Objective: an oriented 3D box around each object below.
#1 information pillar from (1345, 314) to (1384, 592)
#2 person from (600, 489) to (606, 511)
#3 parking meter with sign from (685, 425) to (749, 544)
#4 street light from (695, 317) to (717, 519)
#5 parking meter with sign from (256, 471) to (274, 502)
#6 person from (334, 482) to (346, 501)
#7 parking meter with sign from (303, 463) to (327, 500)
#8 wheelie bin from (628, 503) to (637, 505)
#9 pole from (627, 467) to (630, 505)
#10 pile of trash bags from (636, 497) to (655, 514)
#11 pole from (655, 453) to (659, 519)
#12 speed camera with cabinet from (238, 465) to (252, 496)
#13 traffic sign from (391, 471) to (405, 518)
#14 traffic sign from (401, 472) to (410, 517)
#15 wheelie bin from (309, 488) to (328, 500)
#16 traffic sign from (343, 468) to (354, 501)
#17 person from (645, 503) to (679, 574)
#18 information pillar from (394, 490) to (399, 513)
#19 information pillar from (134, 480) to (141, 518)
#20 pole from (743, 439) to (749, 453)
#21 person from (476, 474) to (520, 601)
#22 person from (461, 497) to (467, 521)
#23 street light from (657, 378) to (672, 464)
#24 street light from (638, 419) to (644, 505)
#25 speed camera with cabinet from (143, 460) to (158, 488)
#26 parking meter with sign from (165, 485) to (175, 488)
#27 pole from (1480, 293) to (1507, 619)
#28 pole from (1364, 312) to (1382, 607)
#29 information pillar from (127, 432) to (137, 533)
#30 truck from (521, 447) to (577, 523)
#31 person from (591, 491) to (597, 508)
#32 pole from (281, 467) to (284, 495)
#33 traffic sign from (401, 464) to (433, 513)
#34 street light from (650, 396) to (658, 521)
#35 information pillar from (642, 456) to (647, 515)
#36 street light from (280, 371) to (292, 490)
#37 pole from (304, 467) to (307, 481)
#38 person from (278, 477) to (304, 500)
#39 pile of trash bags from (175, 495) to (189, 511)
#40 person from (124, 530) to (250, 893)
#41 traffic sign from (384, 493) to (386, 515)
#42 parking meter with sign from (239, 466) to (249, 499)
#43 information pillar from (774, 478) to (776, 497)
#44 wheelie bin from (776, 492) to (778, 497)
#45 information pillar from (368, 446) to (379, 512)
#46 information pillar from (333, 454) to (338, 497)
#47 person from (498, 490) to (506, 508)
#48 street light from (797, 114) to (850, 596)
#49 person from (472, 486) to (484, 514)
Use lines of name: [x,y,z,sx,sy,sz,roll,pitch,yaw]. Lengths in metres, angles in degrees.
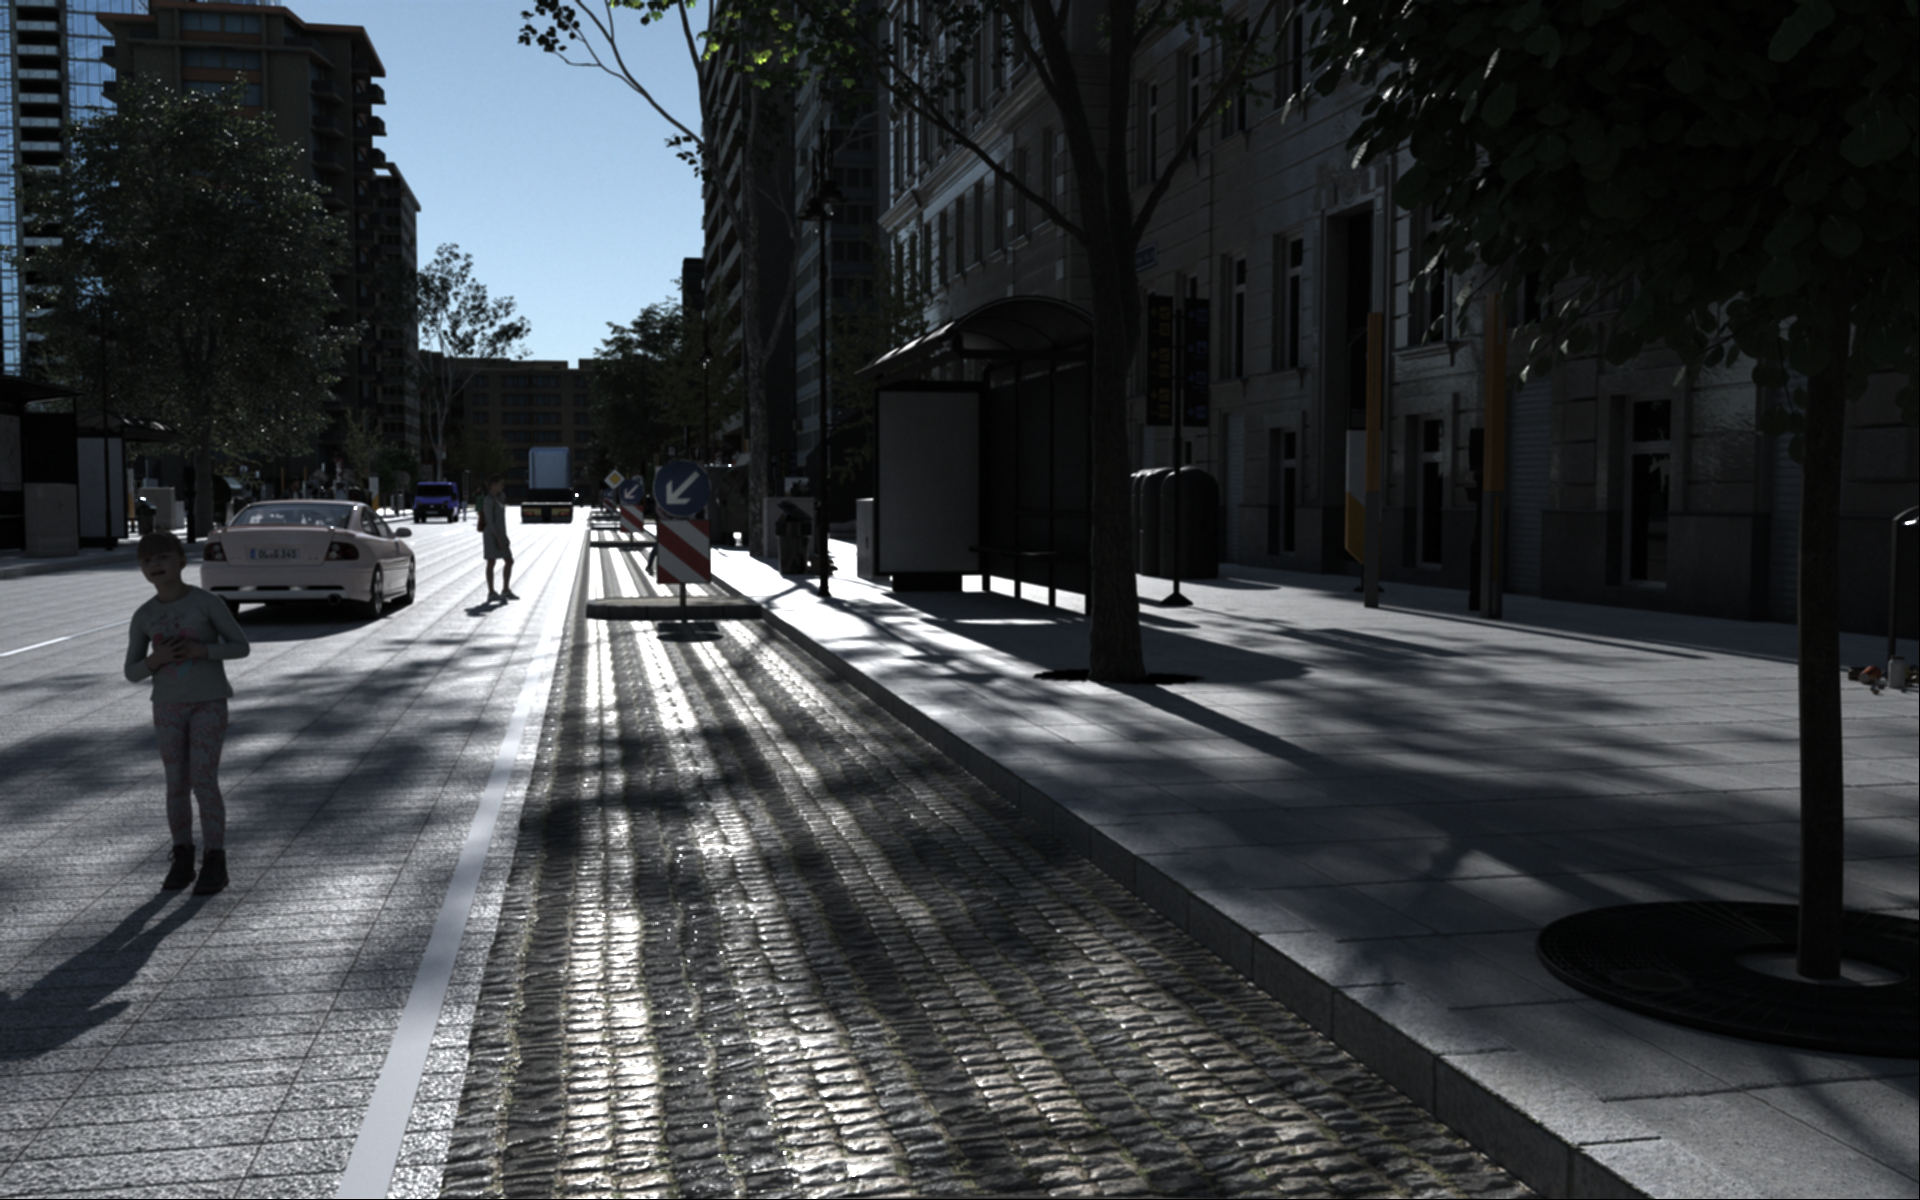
information pillar: [5.285,-1.911,22.597,0.504,3.616,0.183,-1,4,-14]
person: [-27.789,-7.718,134.869,0.537,1.800,0.526,-3,5,-44]
parking meter with sign: [-6.120,-2.933,44.214,1.738,3.016,0.543,-1,4,-13]
street light: [-6.632,-4.438,45.342,0.468,5.910,1.993,-1,4,-12]
parking meter with sign: [-52.252,-8.235,130.896,0.543,3.016,1.738,3,4,37]
person: [-18.544,-2.639,51.904,0.793,1.790,0.793,3,5,43]
parking meter with sign: [-36.389,-6.157,96.923,1.738,3.016,0.543,-3,4,-38]
wheelie bin: [-23.308,-7.063,123.392,0.693,1.594,0.980,2,4,32]
pole: [-24.140,-8.089,126.103,0.158,3.312,0.155,0,3,0]
pile of trash bags: [-19.191,-6.136,110.079,1.912,1.369,3.447,2,4,23]
pole: [-15.146,-5.671,86.559,0.158,3.312,0.155,0,3,0]
speed camera with cabinet: [-48.134,-7.392,115.193,0.660,3.252,2.038,2,4,28]
traffic sign: [-30.744,-5.783,94.650,0.768,2.556,0.104,-1,4,-9]
traffic sign: [-31.571,-6.005,98.281,0.768,2.556,0.104,-1,4,-10]
wheelie bin: [-31.618,-4.744,85.466,0.693,1.594,0.980,1,4,20]
traffic sign: [-30.539,-5.263,86.150,0.768,2.556,0.104,0,4,-3]
person: [-5.257,-1.324,30.734,0.643,1.750,0.593,1,4,22]
information pillar: [-37.657,-6.803,115.726,0.304,2.012,0.304,-1,4,-8]
information pillar: [-44.400,-5.444,93.493,0.304,2.012,0.304,3,4,37]
pole: [-7.901,-4.296,64.081,0.158,3.312,0.155,0,3,0]
person: [-6.252,-0.845,23.322,0.522,1.701,0.512,0,4,-1]
person: [-26.276,-4.840,91.912,0.425,1.301,0.394,1,4,21]
street light: [-11.622,-5.870,68.755,0.468,5.910,1.993,-1,4,-12]
street light: [-19.253,-8.067,104.687,0.468,5.910,1.993,-1,4,-12]
speed camera with cabinet: [-46.144,-6.438,99.595,2.038,3.252,0.660,2,4,33]
parking meter with sign: [-63.481,-8.741,139.179,1.738,3.016,0.543,-1,4,-10]
pole: [5.473,-1.462,17.750,0.158,3.312,0.155,0,3,0]
pole: [4.672,-1.575,19.594,0.158,3.312,0.155,0,3,0]
information pillar: [-27.114,-3.993,56.638,0.183,3.616,0.504,-1,4,-14]
truck: [-22.344,-6.387,94.185,2.967,4.110,18.799,-1,4,-12]
person: [-36.380,-9.974,172.123,0.434,1.755,0.990,-3,5,-40]
pole: [-51.317,-8.404,131.249,0.158,3.312,0.155,0,3,0]
traffic sign: [-37.358,-7.652,118.977,2.265,3.308,0.079,0,4,-5]
street light: [-14.302,-6.648,81.479,0.468,5.910,1.993,-1,4,-12]
information pillar: [-19.605,-7.089,107.266,0.183,3.616,0.504,1,4,11]
street light: [-24.278,-5.487,62.503,0.468,5.910,1.993,-1,4,-12]
pole: [-48.631,-8.249,128.716,0.158,3.312,0.155,0,3,0]
person: [-15.141,-1.896,39.491,0.794,1.824,0.713,-3,4,-38]
pile of trash bags: [-60.508,-7.693,135.531,1.912,1.369,3.447,2,4,23]
person: [-2.808,0.396,6.303,0.425,1.301,0.394,-1,4,-22]
traffic sign: [-35.609,-6.549,107.184,0.768,2.556,0.104,0,4,-6]
parking meter with sign: [-43.717,-6.672,105.340,0.543,3.016,1.738,-1,4,-10]
information pillar: [-8.797,-4.683,81.056,0.304,2.012,0.304,-3,4,-39]
wheelie bin: [-12.210,-6.404,112.619,0.980,1.594,0.693,-2,4,-30]
information pillar: [-28.730,-5.719,84.855,0.183,3.616,0.504,3,4,36]
information pillar: [-36.061,-6.651,100.098,0.183,3.616,0.504,0,4,7]
person: [-37.318,-8.093,141.019,0.583,1.804,0.606,1,4,16]
street light: [-1.707,-2.985,21.595,0.468,5.910,1.993,-1,4,-12]
person: [-22.741,-4.484,82.055,0.600,1.795,0.529,1,4,12]
